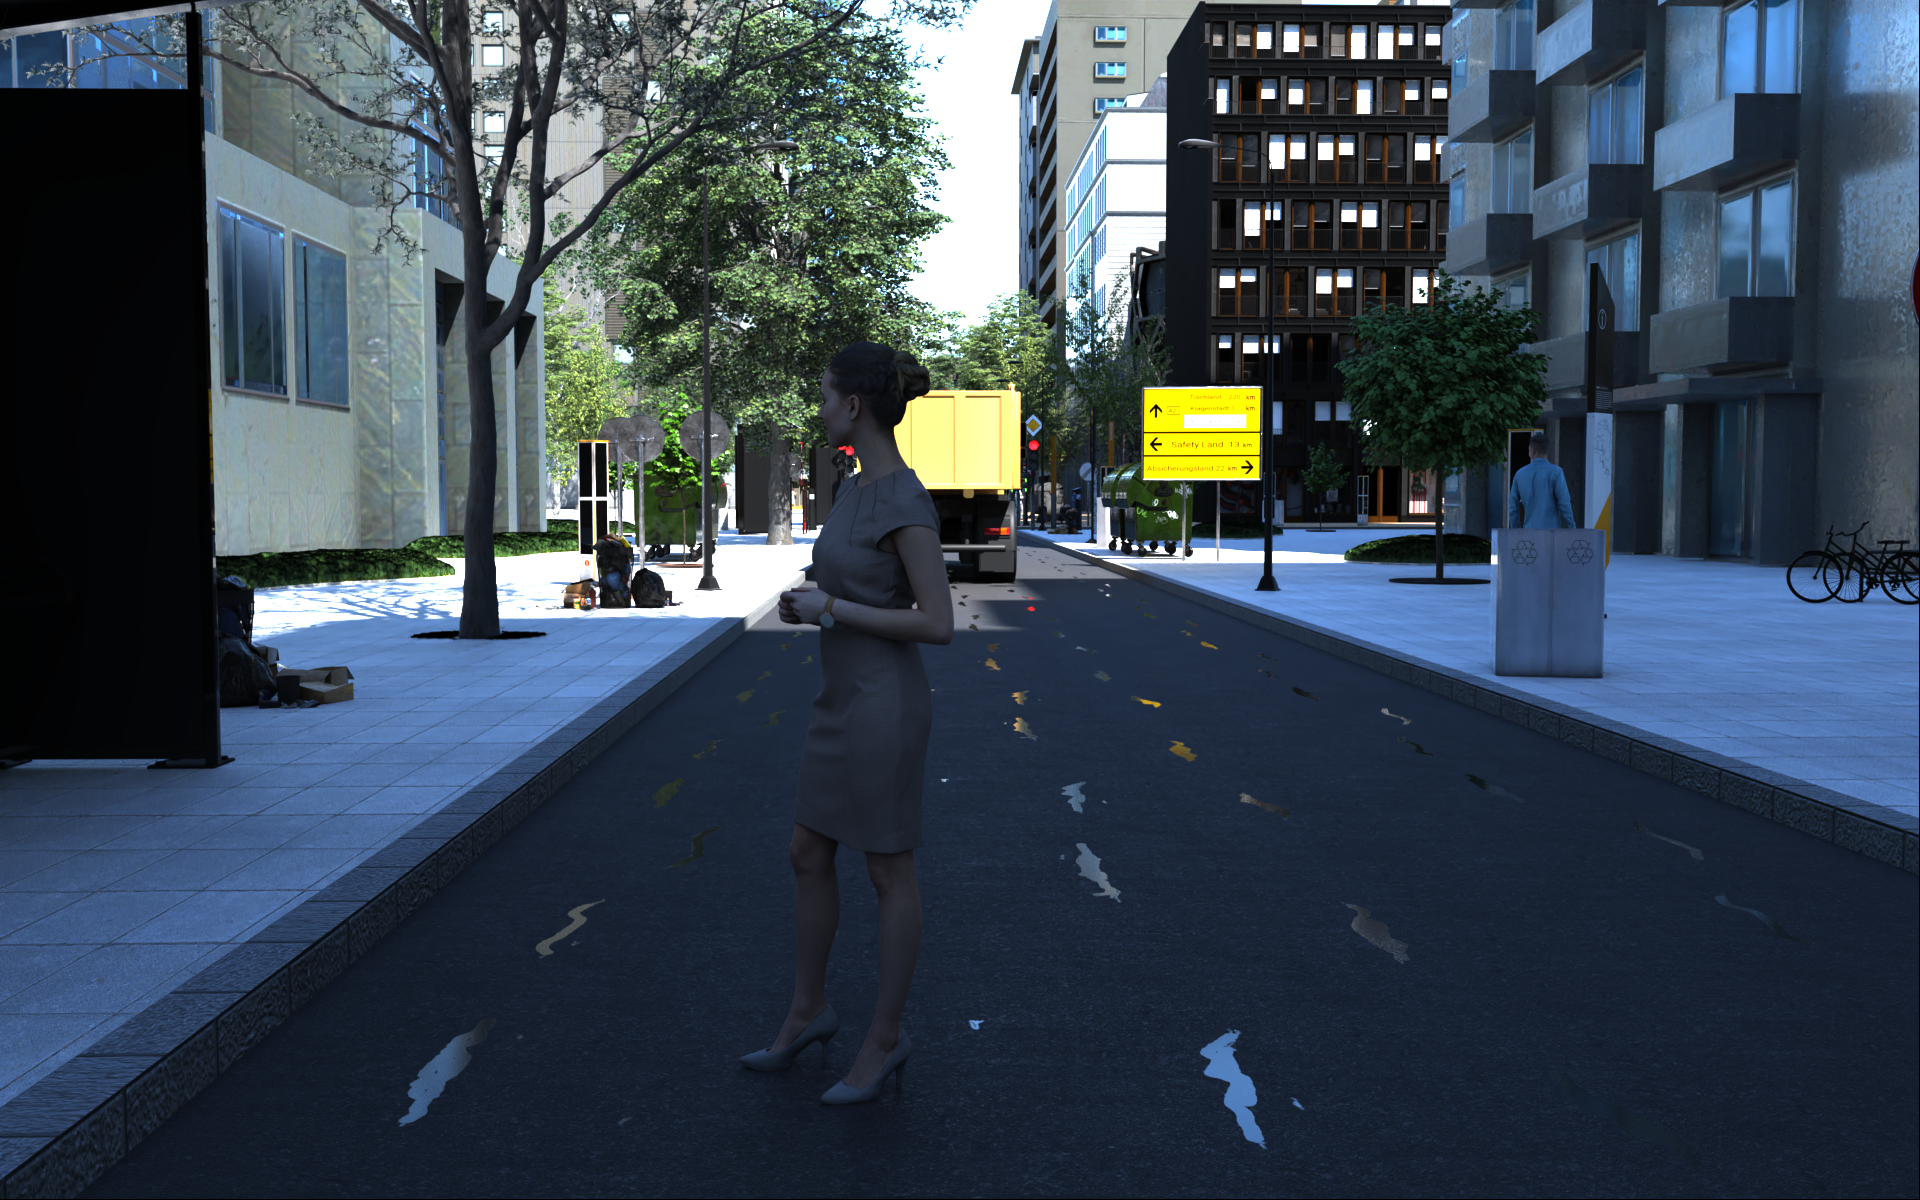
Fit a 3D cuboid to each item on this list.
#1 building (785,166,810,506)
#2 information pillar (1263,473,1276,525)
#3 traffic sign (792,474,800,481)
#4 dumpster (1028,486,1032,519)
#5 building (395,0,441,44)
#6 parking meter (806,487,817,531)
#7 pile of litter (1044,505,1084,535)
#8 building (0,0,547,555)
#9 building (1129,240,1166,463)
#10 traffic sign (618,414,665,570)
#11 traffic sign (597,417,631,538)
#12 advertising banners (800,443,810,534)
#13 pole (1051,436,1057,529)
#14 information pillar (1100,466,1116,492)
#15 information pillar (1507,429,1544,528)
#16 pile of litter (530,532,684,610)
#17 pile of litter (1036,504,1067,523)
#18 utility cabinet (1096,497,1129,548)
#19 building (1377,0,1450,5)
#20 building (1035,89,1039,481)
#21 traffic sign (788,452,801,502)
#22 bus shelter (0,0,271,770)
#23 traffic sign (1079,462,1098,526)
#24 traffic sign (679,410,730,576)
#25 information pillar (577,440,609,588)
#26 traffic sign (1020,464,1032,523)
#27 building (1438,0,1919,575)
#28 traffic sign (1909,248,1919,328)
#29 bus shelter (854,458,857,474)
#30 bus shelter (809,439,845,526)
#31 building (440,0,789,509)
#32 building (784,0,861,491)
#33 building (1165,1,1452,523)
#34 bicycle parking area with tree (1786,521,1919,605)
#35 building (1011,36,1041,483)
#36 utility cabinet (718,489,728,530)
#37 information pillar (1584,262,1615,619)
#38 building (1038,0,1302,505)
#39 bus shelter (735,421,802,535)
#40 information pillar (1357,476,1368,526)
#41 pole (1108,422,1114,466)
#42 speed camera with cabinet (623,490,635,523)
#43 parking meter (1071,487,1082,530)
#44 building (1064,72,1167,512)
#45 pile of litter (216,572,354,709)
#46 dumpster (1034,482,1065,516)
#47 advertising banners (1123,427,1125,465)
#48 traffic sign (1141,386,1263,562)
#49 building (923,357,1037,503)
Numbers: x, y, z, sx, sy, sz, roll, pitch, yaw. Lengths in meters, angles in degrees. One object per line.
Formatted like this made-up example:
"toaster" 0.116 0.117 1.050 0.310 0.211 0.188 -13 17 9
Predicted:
"building" -28.802 -30.752 194.677 23.993 40.220 32.217 0 4 -2
"information pillar" 10.569 -3.342 59.136 0.304 2.012 0.304 -1 4 -18
"traffic sign" -6.927 -4.317 70.587 0.884 2.594 0.081 0 4 -1
"dumpster" 4.211 -5.142 89.829 1.264 1.857 1.865 0 4 -2
"building" -55.430 -40.159 198.590 28.212 58.520 21.231 0 4 -2
"parking meter" -5.228 -3.212 60.923 0.372 1.533 0.369 0 3 0
"pile of litter" 3.357 -2.551 55.677 1.176 0.858 1.719 0 4 4
"building" -27.635 -44.368 38.092 31.000 86.520 22.319 0 4 -2
"building" 18.646 -14.567 105.619 16.820 18.784 16.811 0 4 -2
"traffic sign" -5.104 -1.691 27.751 0.768 2.556 0.104 0 4 6
"traffic sign" -5.606 -1.740 28.553 0.768 2.556 0.104 0 4 6
"advertising banners" -4.966 -3.613 55.259 0.090 3.025 2.074 0 4 2
"pole" 3.304 -4.108 61.014 0.158 3.312 0.155 0 3 0
"information pillar" 3.909 -2.522 45.727 0.304 2.012 0.304 -2 4 -24
"information pillar" 6.400 -0.927 19.648 0.304 2.012 0.304 3 4 38
"pile of litter" -4.006 -0.348 19.651 1.719 0.858 1.176 -1 4 -8
"pile of litter" 4.354 -3.614 73.053 1.719 0.858 1.176 3 5 43
"utility cabinet" 3.667 -1.847 41.358 0.306 1.237 1.020 3 5 41
"building" 60.845 -40.361 201.900 28.212 58.520 21.231 0 4 -2
"building" 15.188 -32.259 177.546 14.600 45.320 14.200 0 4 -2
"traffic sign" -5.158 -3.178 52.061 0.768 2.556 0.104 0 4 2
"bus shelter" -3.900 -0.842 5.043 1.731 3.624 6.357 0 4 -2
"traffic sign" 5.140 -4.235 69.342 0.768 2.556 0.104 0 4 4
"traffic sign" -3.883 -1.603 26.314 0.768 2.556 0.104 0 4 2
"information pillar" -5.029 -1.179 23.774 0.304 2.012 0.304 2 4 31
"traffic sign" 2.700 -4.454 72.921 0.768 2.556 0.104 0 4 -1
"building" 24.207 -25.545 37.269 23.786 49.044 30.456 0 4 -2
"traffic sign" 4.442 -0.450 7.457 0.768 2.556 0.104 0 4 5
"bus shelter" -6.117 -6.028 92.475 2.014 3.302 5.546 0 4 -2
"bus shelter" -5.272 -4.964 72.437 1.731 3.624 6.357 0 4 -2
"building" -29.614 -34.667 156.046 28.713 52.752 27.495 0 4 -2
"building" -27.049 -56.940 243.633 31.000 86.520 22.319 0 4 -2
"building" 18.560 -15.461 82.461 15.834 23.373 12.332 0 4 -2
"bicycle parking area with tree" 13.980 -1.859 17.396 9.016 4.147 8.231 0 4 7
"building" 20.903 -37.252 198.309 28.713 52.752 27.495 0 4 -2
"utility cabinet" -8.569 -3.207 61.120 0.318 1.500 1.173 -2 4 -35
"information pillar" 6.556 -1.616 17.777 0.183 3.616 0.504 3 5 41
"building" 18.659 -32.781 159.677 21.300 48.544 21.600 0 4 -2
"bus shelter" -6.265 -4.032 57.202 1.731 3.624 6.357 0 4 -2
"information pillar" 16.243 -3.996 69.821 0.304 2.012 0.304 -2 4 -35
"pole" 4.265 -3.368 48.906 0.158 3.312 0.155 0 3 0
"speed camera with cabinet" -12.567 -4.609 69.689 0.660 3.252 2.038 3 5 43
"parking meter" 4.115 -3.227 61.169 0.372 1.533 0.369 0 3 0
"building" 14.595 -21.472 128.552 11.434 29.767 29.804 0 4 -2
"pile of litter" -4.478 0.180 11.028 1.176 0.858 1.719 -2 4 -26
"dumpster" 4.459 -4.838 84.862 1.264 1.857 1.865 0 4 -2
"advertising banners" 4.447 -3.063 46.264 0.090 3.025 2.074 1 4 11
"traffic sign" 4.572 -2.381 32.795 2.265 3.308 0.079 0 4 7
"building" 2.792 -24.748 249.669 28.899 21.520 27.650 0 4 -2
